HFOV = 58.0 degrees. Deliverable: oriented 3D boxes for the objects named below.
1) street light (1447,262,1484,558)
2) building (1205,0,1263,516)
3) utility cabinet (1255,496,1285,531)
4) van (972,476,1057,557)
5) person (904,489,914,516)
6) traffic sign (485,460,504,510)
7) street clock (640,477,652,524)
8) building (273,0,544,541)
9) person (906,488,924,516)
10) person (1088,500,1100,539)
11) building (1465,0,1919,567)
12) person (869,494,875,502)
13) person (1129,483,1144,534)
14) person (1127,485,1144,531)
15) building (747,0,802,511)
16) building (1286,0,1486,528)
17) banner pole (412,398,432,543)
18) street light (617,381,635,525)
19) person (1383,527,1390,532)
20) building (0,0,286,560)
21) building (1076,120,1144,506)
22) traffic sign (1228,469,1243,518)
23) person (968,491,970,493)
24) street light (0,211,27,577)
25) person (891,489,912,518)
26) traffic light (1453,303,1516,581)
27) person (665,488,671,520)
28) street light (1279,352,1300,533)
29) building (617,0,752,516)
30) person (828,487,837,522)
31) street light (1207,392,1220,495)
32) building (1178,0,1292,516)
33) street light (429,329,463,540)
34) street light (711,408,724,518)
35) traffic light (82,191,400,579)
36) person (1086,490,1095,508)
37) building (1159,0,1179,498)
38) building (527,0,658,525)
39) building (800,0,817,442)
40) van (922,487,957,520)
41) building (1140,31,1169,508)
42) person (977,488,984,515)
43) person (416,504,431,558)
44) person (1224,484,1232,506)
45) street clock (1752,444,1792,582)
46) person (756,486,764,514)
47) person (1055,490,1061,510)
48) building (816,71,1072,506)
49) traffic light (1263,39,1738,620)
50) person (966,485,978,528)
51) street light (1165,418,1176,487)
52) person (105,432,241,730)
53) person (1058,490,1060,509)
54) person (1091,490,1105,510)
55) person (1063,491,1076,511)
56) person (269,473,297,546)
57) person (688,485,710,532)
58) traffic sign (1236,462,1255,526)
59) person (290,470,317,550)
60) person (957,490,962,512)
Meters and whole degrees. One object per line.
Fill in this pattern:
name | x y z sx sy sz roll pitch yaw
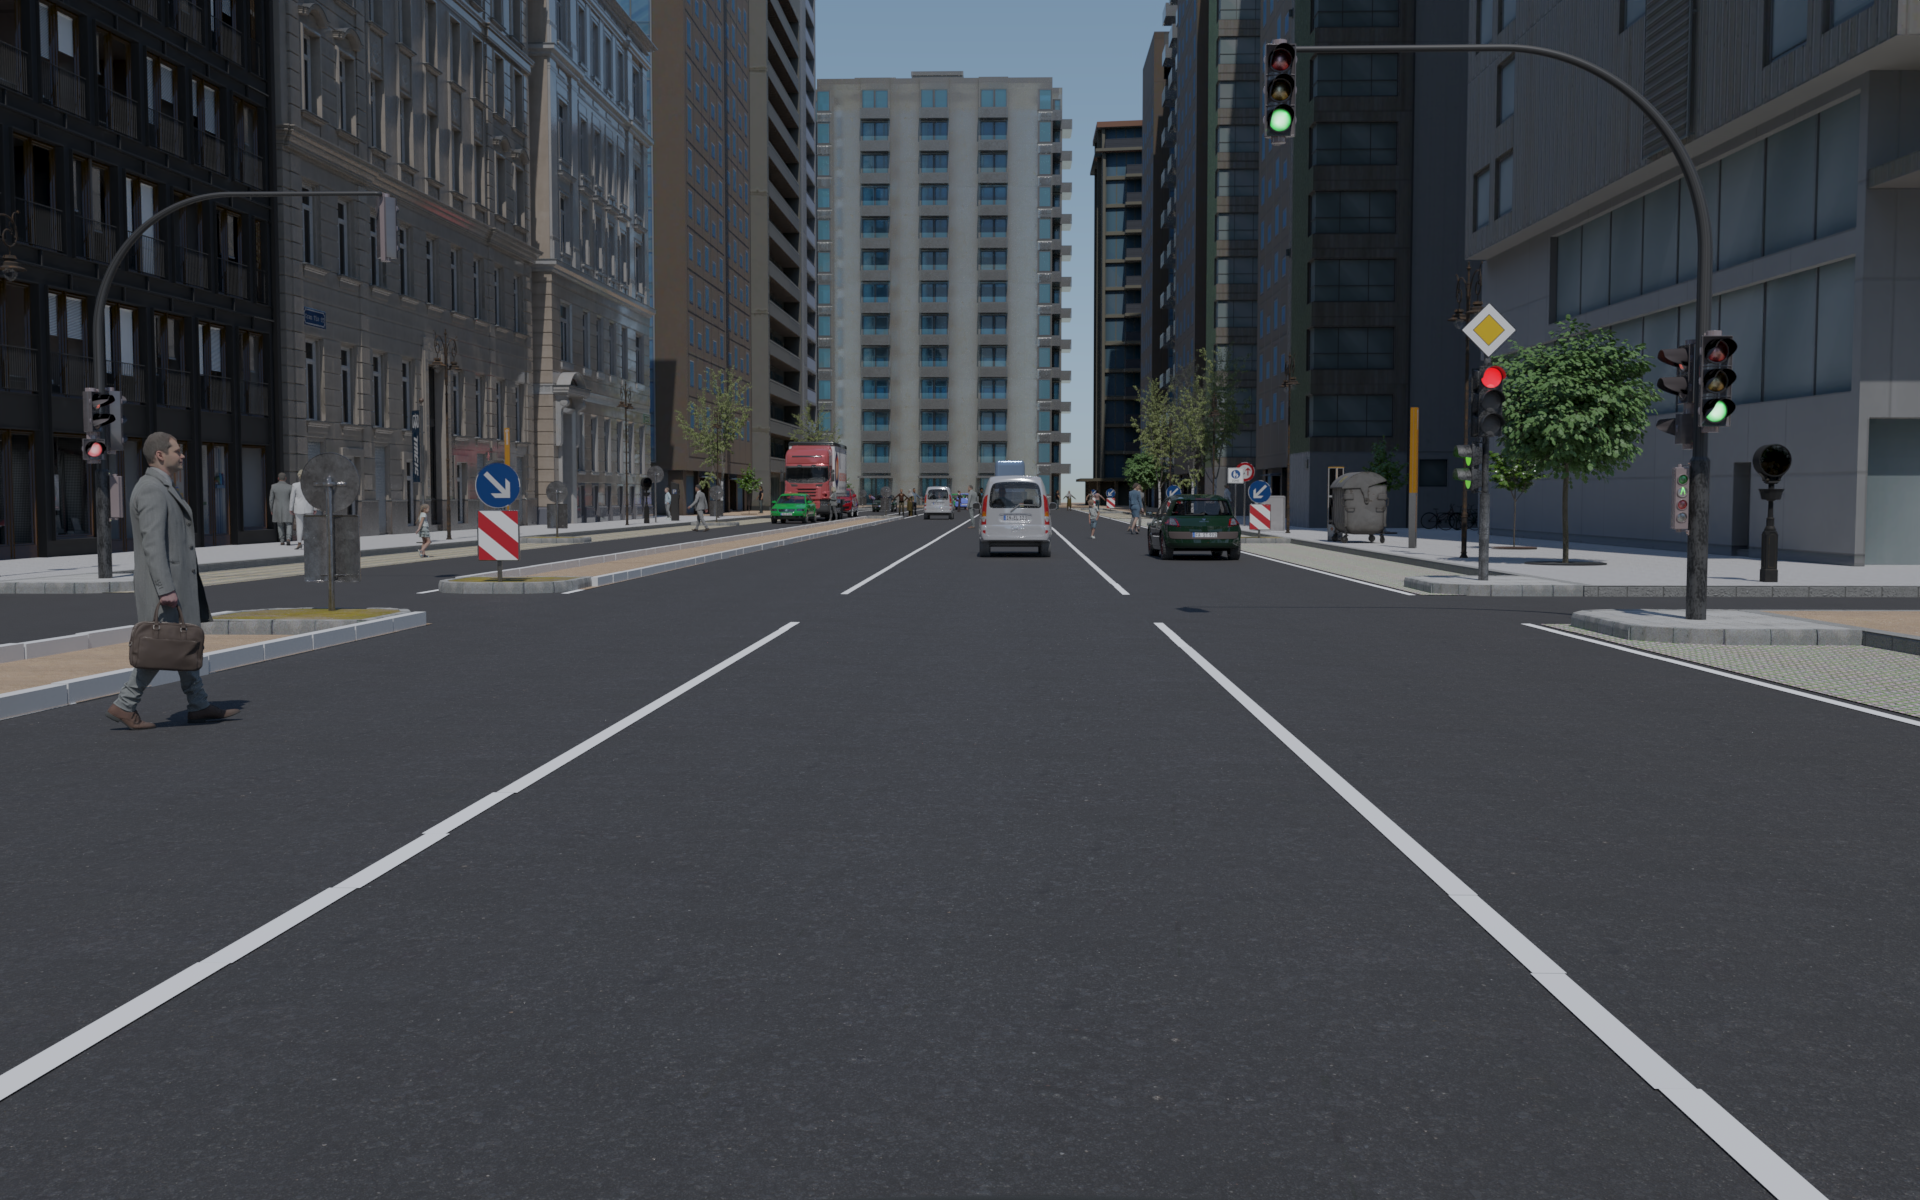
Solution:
street light | 10.119 -3.781 34.608 0.468 5.910 1.993 0 4 2
building | 22.162 -25.903 107.114 14.154 41.232 14.086 0 4 2
utility cabinet | 10.825 -3.016 60.477 1.020 1.237 0.306 1 4 21
van | 1.289 -2.063 40.737 2.013 2.044 4.112 0 4 1
person | -3.274 -6.226 111.025 0.721 1.736 1.217 -2 4 -33
traffic sign | -14.009 -3.061 52.182 0.606 2.300 0.079 1 4 11
street clock | -13.638 -4.329 75.354 0.471 2.002 0.358 -3 5 -41
building | -23.433 -15.983 58.593 12.463 27.353 25.104 0 4 2
person | -3.021 -6.489 114.580 1.348 1.826 0.705 -2 4 -35
person | 4.295 -2.601 55.703 0.352 1.250 0.332 -2 4 -24
building | 28.413 -27.552 39.712 27.495 52.752 28.713 0 4 2
person | -7.158 -7.958 141.851 0.697 1.427 0.421 -2 4 -33
person | 6.199 -3.243 61.540 0.654 1.822 0.581 -3 5 -39
person | 6.717 -3.518 66.286 0.573 1.790 0.520 3 5 41
building | -24.873 -31.672 141.537 21.300 48.544 21.600 0 4 2
building | 20.386 -18.307 71.015 14.160 30.474 14.107 0 4 2
banner pole | -14.175 -3.386 45.380 0.401 3.779 0.863 -3 5 -41
street light | -13.695 -6.013 71.096 0.468 5.910 1.993 0 4 2
person | 14.164 -3.034 58.251 0.523 1.515 0.503 3 5 45
building | -24.376 -12.728 37.779 12.332 23.373 15.834 0 4 2
building | 27.860 -33.186 197.218 28.867 44.769 22.147 0 4 2
traffic sign | 10.808 -4.026 67.950 0.606 2.300 0.079 1 4 8
person | 0.749 -9.769 168.669 0.683 1.767 0.568 -3 5 -42
street light | -14.967 -3.295 26.655 0.468 5.910 1.993 0 4 2
person | -3.495 -5.779 103.502 1.217 1.766 0.721 0 4 -7
traffic light | 7.755 -2.244 25.617 0.839 4.253 0.868 0 4 2
person | -14.724 -4.852 87.182 0.330 1.601 0.589 -1 4 -20
street light | 10.729 -5.121 56.512 0.468 5.910 1.993 0 4 2
building | -22.870 -28.923 122.999 14.600 45.320 14.200 0 4 2
person | -6.377 -4.769 86.662 0.526 1.800 0.537 -2 4 -23
street light | 11.488 -6.460 78.411 0.468 5.910 1.993 0 4 2
building | 22.691 -28.806 121.096 14.600 45.320 14.200 0 4 2
street light | -14.376 -4.634 48.559 0.468 5.910 1.993 0 4 2
street light | -13.017 -7.352 92.998 0.468 5.910 1.993 0 4 2
traffic light | -10.903 -3.153 26.215 4.771 5.953 1.251 0 4 2
person | 10.514 -7.903 138.439 1.217 1.735 0.721 -3 4 -38
building | 28.410 -32.018 143.102 23.786 49.044 30.456 0 4 2
building | -22.722 -18.055 81.108 13.634 28.700 20.117 0 4 2
building | -28.014 -38.000 163.303 28.212 58.520 21.231 0 4 2
van | -1.186 -5.603 98.614 2.013 2.044 4.112 0 4 1
building | 24.790 -31.535 165.711 14.600 45.320 14.200 0 4 2
person | 1.474 -6.711 117.849 1.348 1.869 0.705 -1 4 -9
person | -12.093 -1.551 38.876 0.382 1.210 0.505 -2 4 -34
person | 13.584 -5.025 88.431 0.641 1.798 0.478 0 4 2
street clock | 11.791 -1.261 25.195 0.471 2.002 0.358 0 4 1
person | -13.188 -6.628 114.425 0.705 1.822 1.348 -1 4 -20
person | 8.941 -9.186 158.706 0.705 1.822 1.348 -1 4 -18
building | -2.573 -35.440 199.045 30.456 49.044 23.786 0 4 2
traffic light | 5.413 -2.623 17.560 4.771 5.953 1.251 0 4 2
person | 0.498 -3.906 72.454 0.391 1.810 0.635 1 4 22
street light | 12.180 -7.800 100.312 0.468 5.910 1.993 0 4 2
person | -4.863 -0.127 10.674 0.767 1.812 0.694 -2 4 -24
person | 9.605 -9.913 170.589 0.705 1.822 1.348 0 4 7
person | 10.683 -7.661 134.463 1.217 1.736 0.721 2 4 25
person | 9.472 -8.598 149.808 1.217 1.736 0.721 -1 4 -15
person | -16.835 -2.265 43.182 0.694 1.812 0.767 -1 4 -13
person | -9.897 -3.495 65.921 0.850 1.792 0.678 1 4 19
traffic sign | 11.401 -4.234 69.330 0.768 2.556 0.104 1 4 10
person | -15.041 -2.071 39.775 0.818 1.842 0.514 3 4 38
person | 0.026 -7.859 137.795 0.445 1.727 0.742 -2 4 -25
